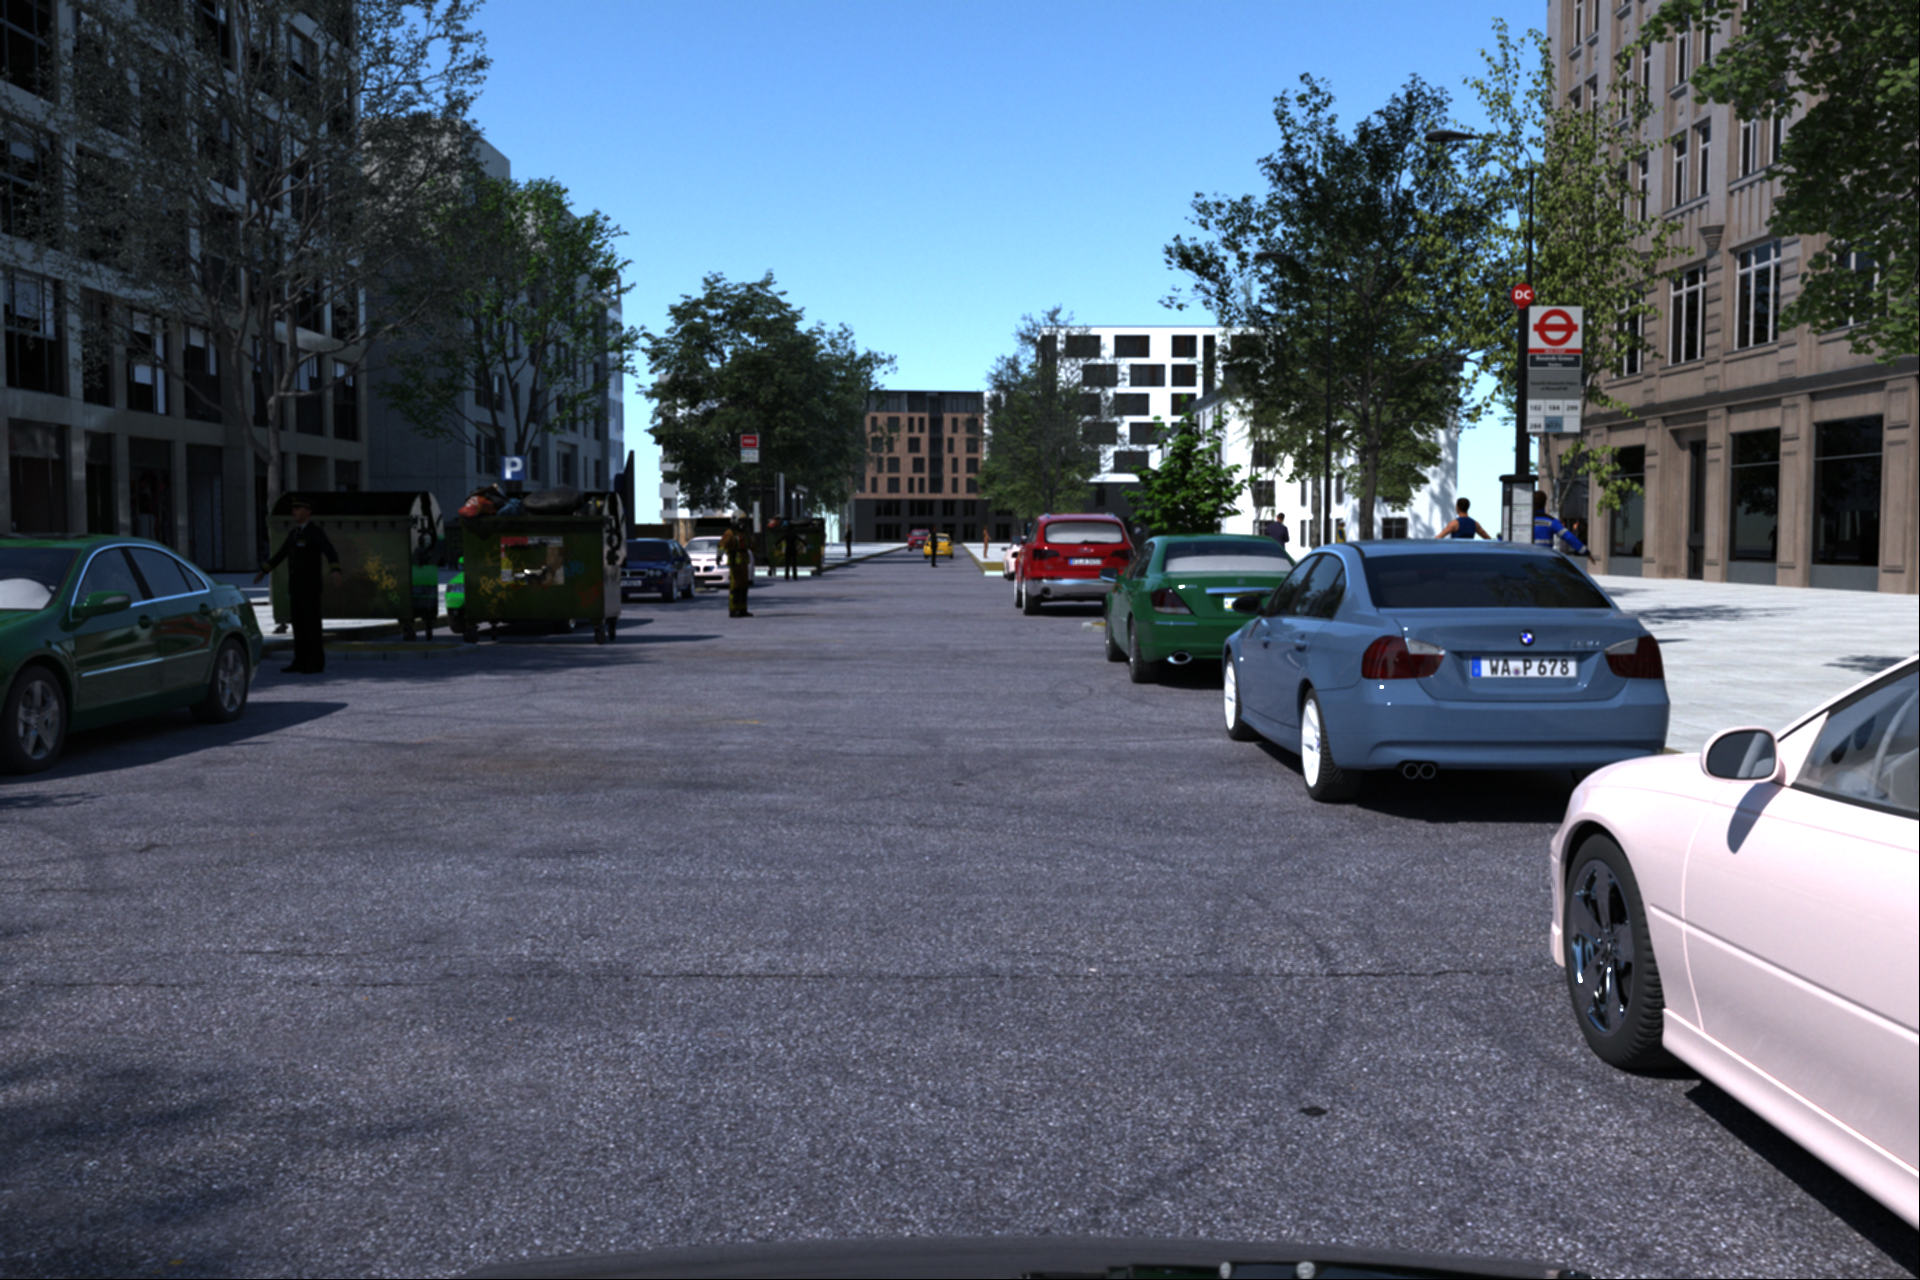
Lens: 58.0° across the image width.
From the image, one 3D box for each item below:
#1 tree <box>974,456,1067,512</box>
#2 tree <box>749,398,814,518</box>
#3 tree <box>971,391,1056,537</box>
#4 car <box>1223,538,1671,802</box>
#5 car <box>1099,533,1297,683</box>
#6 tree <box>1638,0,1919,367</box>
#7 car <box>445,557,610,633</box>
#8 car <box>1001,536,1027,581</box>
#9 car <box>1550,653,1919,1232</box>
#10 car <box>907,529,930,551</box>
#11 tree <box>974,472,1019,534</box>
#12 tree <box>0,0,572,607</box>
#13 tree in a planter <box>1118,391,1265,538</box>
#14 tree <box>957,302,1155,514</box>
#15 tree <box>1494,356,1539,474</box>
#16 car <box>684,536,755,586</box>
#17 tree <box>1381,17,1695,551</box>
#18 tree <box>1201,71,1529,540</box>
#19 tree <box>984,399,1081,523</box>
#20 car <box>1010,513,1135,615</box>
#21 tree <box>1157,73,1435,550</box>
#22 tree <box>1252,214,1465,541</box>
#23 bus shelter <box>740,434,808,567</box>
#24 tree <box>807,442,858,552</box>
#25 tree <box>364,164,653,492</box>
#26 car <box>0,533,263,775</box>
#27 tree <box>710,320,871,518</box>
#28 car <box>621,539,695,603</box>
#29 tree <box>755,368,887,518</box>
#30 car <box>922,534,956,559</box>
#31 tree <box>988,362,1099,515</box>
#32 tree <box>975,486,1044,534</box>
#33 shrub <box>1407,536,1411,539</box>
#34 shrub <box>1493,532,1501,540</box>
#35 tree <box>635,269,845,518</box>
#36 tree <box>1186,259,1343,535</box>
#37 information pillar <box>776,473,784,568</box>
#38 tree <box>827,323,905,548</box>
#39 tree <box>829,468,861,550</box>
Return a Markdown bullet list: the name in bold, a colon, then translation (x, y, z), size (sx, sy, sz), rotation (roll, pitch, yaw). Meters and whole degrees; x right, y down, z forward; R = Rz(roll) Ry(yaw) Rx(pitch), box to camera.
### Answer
- **tree**: translation (5.423, -13.019, 147.270), size (8.767, 10.594, 7.601), rotation (0, 4, -1)
- **tree**: translation (-9.830, -8.614, 91.205), size (4.737, 8.622, 4.395), rotation (0, 3, 0)
- **tree**: translation (4.776, -13.451, 138.042), size (7.486, 12.596, 7.792), rotation (0, 3, 0)
- **car**: translation (2.740, 0.088, 10.564), size (2.014, 1.417, 4.499), rotation (0, 4, 0)
- **car**: translation (2.559, -0.382, 18.049), size (2.131, 1.459, 4.920), rotation (0, 4, 0)
- **tree**: translation (8.365, -5.733, 11.859), size (7.486, 12.596, 7.792), rotation (0, 3, 0)
- **car**: translation (-6.479, -1.077, 26.413), size (1.959, 1.807, 4.718), rotation (0, 4, 0)
- **car**: translation (2.354, -2.589, 54.697), size (2.083, 1.381, 4.827), rotation (0, 4, -1)
- **car**: translation (2.650, 0.559, 3.230), size (2.083, 1.381, 4.827), rotation (0, 3, 0)
- **car**: translation (-3.287, -8.286, 144.151), size (2.281, 1.827, 5.304), rotation (0, 4, -1)
- **tree**: translation (5.144, -13.617, 157.046), size (8.767, 10.594, 7.601), rotation (1, 4, 12)
- **tree**: translation (-12.371, -7.361, 30.729), size (12.009, 13.543, 11.850), rotation (0, 3, 0)
- **tree in a planter**: translation (2.863, -1.500, 21.741), size (1.991, 3.239, 1.994), rotation (0, 4, 0)
- **tree**: translation (4.870, -11.156, 92.772), size (12.009, 13.543, 11.850), rotation (0, 3, 0)
- **tree**: translation (27.605, -9.277, 77.431), size (9.928, 11.665, 9.643), rotation (0, 3, 0)
- **car**: translation (-6.657, -2.114, 46.921), size (2.083, 1.381, 4.827), rotation (0, 4, 0)
- **tree**: translation (8.356, -4.533, 24.477), size (4.737, 8.622, 4.395), rotation (0, 3, 0)
- **tree**: translation (8.497, -6.125, 34.559), size (7.601, 10.594, 8.767), rotation (-1, 4, -12)
- **tree**: translation (5.267, -12.387, 128.283), size (9.928, 11.665, 9.643), rotation (0, 3, 0)
- **car**: translation (2.100, -1.430, 32.060), size (2.281, 1.827, 5.304), rotation (0, 4, -1)
- **tree**: translation (14.375, -13.355, 74.239), size (12.611, 20.169, 13.585), rotation (0, 3, 0)
- **tree**: translation (14.173, -8.764, 61.418), size (7.486, 12.596, 7.792), rotation (0, 3, 0)
- **bus shelter**: translation (-7.763, -5.794, 72.363), size (2.179, 5.291, 8.768), rotation (0, 4, -1)
- **tree**: translation (-10.162, -10.790, 126.783), size (4.360, 8.622, 3.978), rotation (0, 3, 0)
- **tree**: translation (-12.396, -7.471, 47.901), size (9.928, 11.665, 9.643), rotation (0, 3, 0)
- **car**: translation (-6.432, -0.001, 11.820), size (2.131, 1.459, 4.920), rotation (0, 4, 0)
- **tree**: translation (-10.039, -12.021, 103.192), size (9.857, 13.997, 8.962), rotation (0, 3, 0)
- **car**: translation (-6.799, -1.513, 37.325), size (1.945, 1.354, 3.894), rotation (0, 4, 0)
- **tree**: translation (-10.079, -12.581, 116.069), size (12.009, 13.543, 11.850), rotation (0, 3, 0)
- **car**: translation (-1.231, -5.532, 100.666), size (2.015, 1.641, 3.980), rotation (0, 4, 0)
- **tree**: translation (5.358, -11.999, 114.310), size (7.486, 12.596, 7.792), rotation (0, 3, 0)
- **tree**: translation (5.536, -14.163, 165.970), size (8.767, 10.594, 7.601), rotation (0, 4, 2)
- **shrub**: translation (16.724, -3.259, 64.403), size (1.383, 1.207, 1.383), rotation (0, 3, 0)
- **shrub**: translation (20.138, -3.573, 62.837), size (1.690, 2.028, 1.600), rotation (0, 3, 0)
- **tree**: translation (-10.378, -10.750, 82.412), size (9.857, 13.997, 8.962), rotation (0, 3, 0)
- **tree**: translation (7.906, -5.930, 47.325), size (4.360, 8.622, 3.978), rotation (0, 3, 0)
- **information pillar**: translation (-6.932, -4.615, 66.767), size (0.184, 3.620, 1.656), rotation (0, 4, -1)
- **tree**: translation (-11.201, -18.476, 157.978), size (12.611, 20.169, 13.585), rotation (0, 3, 0)
- **tree**: translation (-10.804, -11.715, 141.896), size (4.360, 8.622, 3.978), rotation (0, 3, 0)
